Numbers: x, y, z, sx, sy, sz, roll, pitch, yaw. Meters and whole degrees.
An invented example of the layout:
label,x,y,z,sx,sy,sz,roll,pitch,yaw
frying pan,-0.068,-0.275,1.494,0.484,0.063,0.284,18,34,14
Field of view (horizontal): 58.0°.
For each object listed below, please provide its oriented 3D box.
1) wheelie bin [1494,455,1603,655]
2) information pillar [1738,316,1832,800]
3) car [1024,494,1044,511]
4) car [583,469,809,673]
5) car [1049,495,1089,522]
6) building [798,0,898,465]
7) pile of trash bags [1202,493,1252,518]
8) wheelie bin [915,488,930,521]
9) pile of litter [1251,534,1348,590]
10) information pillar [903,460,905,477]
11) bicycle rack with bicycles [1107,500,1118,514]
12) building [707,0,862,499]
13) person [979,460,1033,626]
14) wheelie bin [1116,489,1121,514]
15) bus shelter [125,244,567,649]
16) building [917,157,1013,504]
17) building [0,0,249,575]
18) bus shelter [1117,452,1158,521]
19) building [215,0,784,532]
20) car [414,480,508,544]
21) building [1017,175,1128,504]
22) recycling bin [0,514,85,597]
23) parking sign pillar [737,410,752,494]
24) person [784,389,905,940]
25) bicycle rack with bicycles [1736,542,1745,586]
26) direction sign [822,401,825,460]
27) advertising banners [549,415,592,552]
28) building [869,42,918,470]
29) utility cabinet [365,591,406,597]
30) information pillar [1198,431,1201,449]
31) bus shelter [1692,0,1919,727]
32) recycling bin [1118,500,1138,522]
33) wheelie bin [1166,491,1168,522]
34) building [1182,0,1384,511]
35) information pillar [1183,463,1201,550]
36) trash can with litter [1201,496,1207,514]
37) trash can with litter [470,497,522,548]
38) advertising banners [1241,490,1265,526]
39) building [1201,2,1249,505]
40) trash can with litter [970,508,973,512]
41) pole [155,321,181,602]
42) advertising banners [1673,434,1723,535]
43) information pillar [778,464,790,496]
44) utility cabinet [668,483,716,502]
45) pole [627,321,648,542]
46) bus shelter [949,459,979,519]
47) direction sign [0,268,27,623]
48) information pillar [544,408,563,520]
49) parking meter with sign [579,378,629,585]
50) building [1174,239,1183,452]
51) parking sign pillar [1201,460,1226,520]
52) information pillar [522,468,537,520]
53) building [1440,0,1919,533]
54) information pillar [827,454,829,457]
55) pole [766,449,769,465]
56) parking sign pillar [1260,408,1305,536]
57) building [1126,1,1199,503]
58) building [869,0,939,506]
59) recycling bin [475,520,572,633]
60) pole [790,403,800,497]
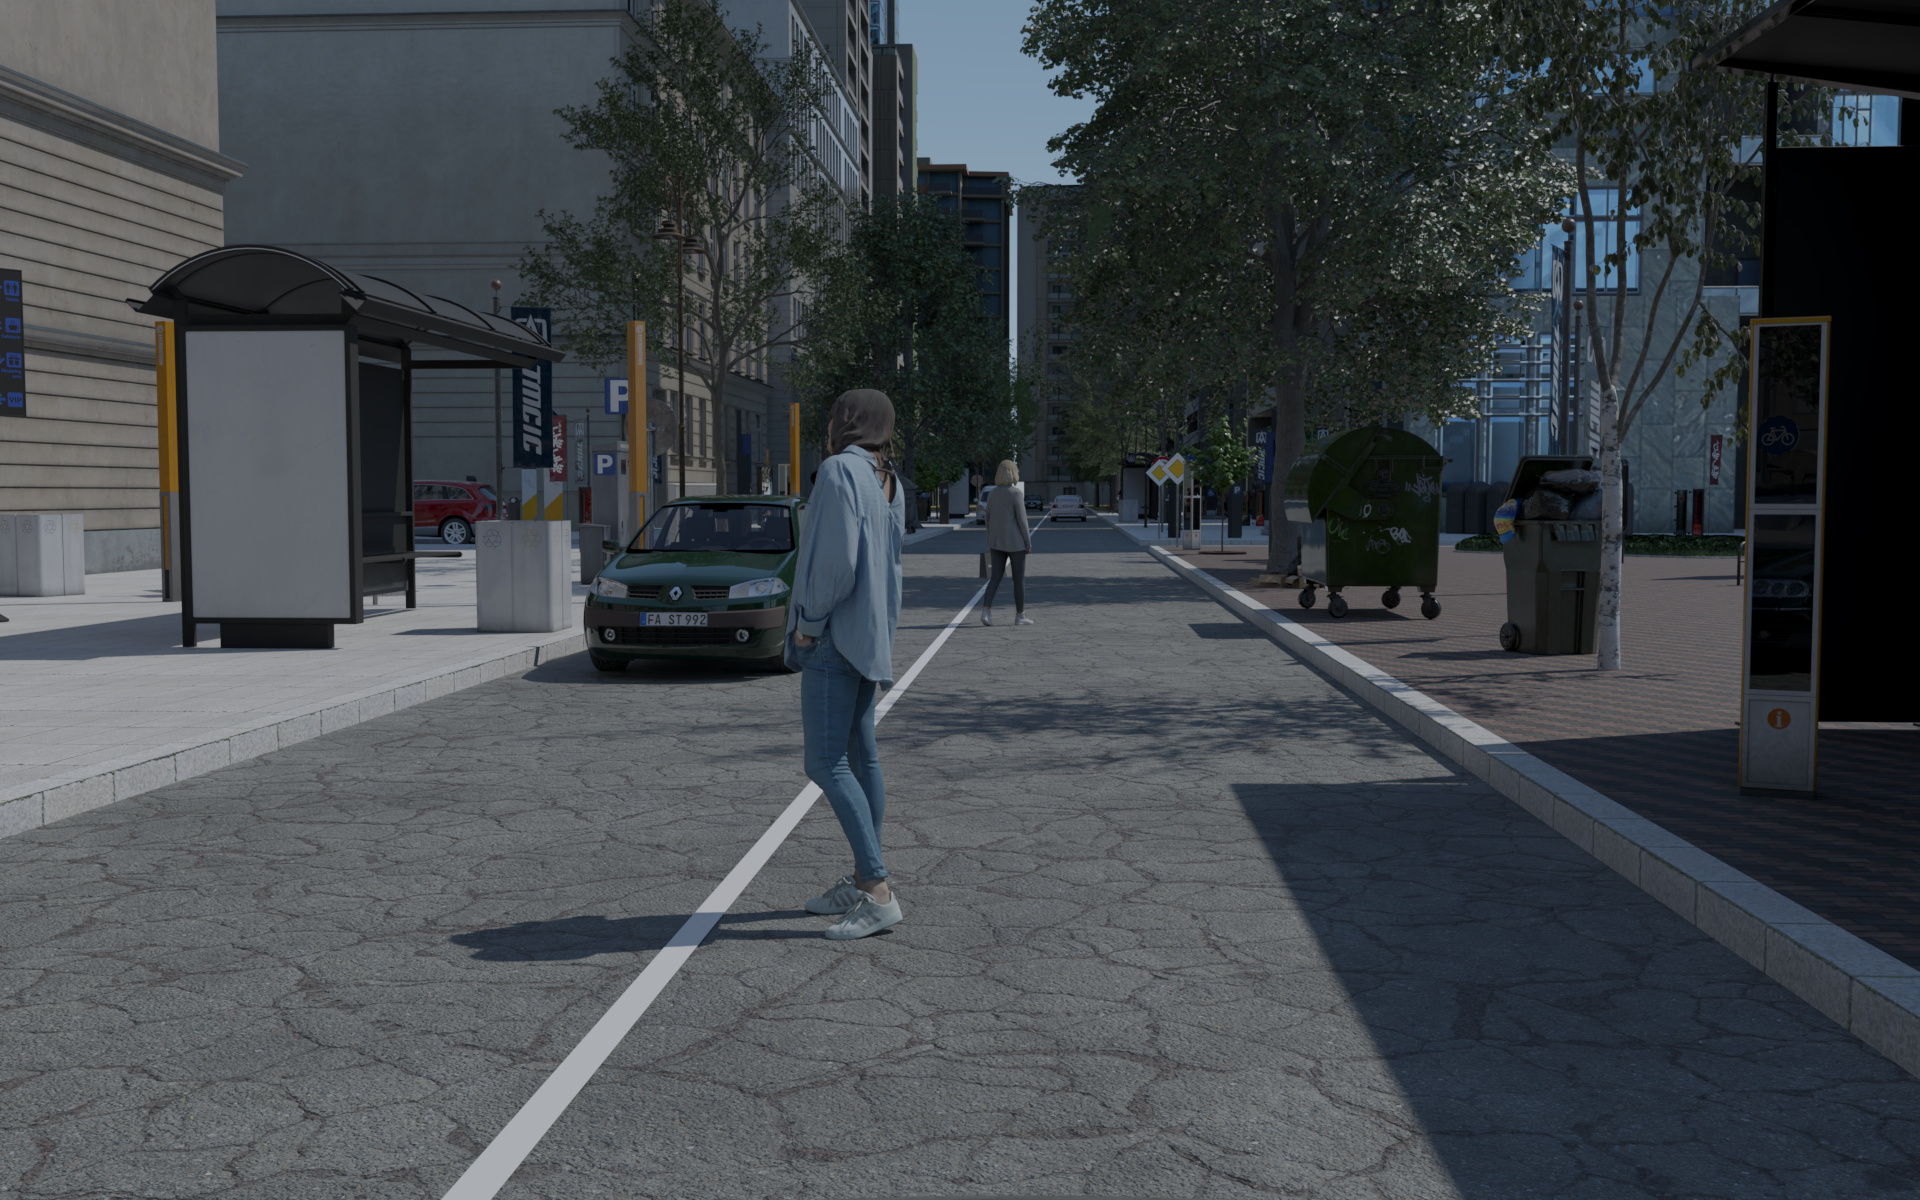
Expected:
label,x,y,z,sx,sy,sz,roll,pitch,yaw
wheelie bin,4.837,-0.373,13.999,0.980,1.594,0.693,-1,4,-13
information pillar,3.507,-0.176,7.376,0.304,2.012,0.304,2,4,25
car,6.048,-8.229,144.338,2.009,1.686,4.222,0,4,4
car,-2.003,-0.331,15.197,2.009,1.686,4.222,0,4,5
car,5.690,-4.784,90.584,2.083,1.381,4.827,0,4,4
building,-15.519,-42.615,135.009,20.563,71.187,20.611,0,4,3
pile of trash bags,14.587,-5.117,93.422,1.912,1.369,3.447,-2,4,-32
wheelie bin,-1.888,-4.528,81.933,0.980,1.594,0.693,1,4,20
pile of litter,4.682,-0.609,23.922,1.176,0.858,1.719,0,4,-8
information pillar,-3.066,-6.651,100.095,0.504,3.616,0.183,0,4,8
bicycle rack with bicycles,10.795,-6.005,111.557,2.852,0.926,2.925,0,4,-5
building,-13.065,-19.877,102.483,11.434,29.767,29.804,0,4,3
person,0.444,-0.625,18.894,0.709,1.800,0.728,3,5,42
wheelie bin,10.685,-6.456,113.463,0.693,1.594,0.980,3,5,40
bus shelter,-5.599,-1.401,16.835,2.014,3.302,5.546,0,4,4
building,-7.655,-35.075,228.104,28.867,44.769,22.147,0,4,3
building,-30.774,-12.756,27.648,34.723,24.649,14.460,0,4,3
bus shelter,8.935,-5.647,86.257,2.014,3.302,5.546,0,4,3
building,-17.780,-14.664,73.045,16.112,22.955,30.059,0,4,3
car,-15.057,-2.381,47.601,5.304,1.827,2.281,0,4,2
building,14.292,-32.951,222.338,14.086,41.232,14.154,0,4,3
recycling bin,-11.621,-0.572,21.905,0.722,1.027,0.722,1,4,20
parking sign pillar,-7.035,-4.146,56.266,1.447,3.967,1.447,0,4,-8
person,-0.354,0.179,5.837,0.793,1.790,0.793,-1,4,-17
bicycle rack with bicycles,12.320,-0.647,23.962,2.925,0.926,2.852,-2,4,-34
direction sign,-3.371,-3.104,42.744,0.379,3.537,0.876,0,4,-8
advertising banners,-8.161,-2.576,38.298,2.074,3.025,0.090,0,4,-3
building,-11.298,-28.716,153.104,14.154,41.232,14.086,0,4,3
utility cabinet,-7.403,-0.645,21.703,1.020,1.237,0.306,-2,4,-32
information pillar,8.860,-4.457,64.222,0.183,3.616,0.504,1,4,9
bus shelter,4.629,-0.923,6.367,1.731,3.624,6.357,0,4,4
recycling bin,7.633,-4.041,78.624,0.722,1.027,0.722,-1,4,-14
wheelie bin,9.733,-4.371,79.375,0.980,1.594,0.693,2,4,33
building,32.898,-33.160,165.861,21.300,48.544,21.600,0,4,3
information pillar,5.317,-2.153,39.693,0.304,2.012,0.304,-3,4,-37
trash can with litter,14.641,-5.551,102.146,0.624,1.170,1.055,-1,4,-18
trash can with litter,-10.432,-1.816,40.755,1.678,1.210,2.233,-3,4,-37
advertising banners,11.992,-4.458,69.074,0.090,3.025,2.074,-3,5,-44
building,31.316,-29.738,140.839,22.147,44.769,28.867,0,4,3
trash can with litter,0.342,-6.784,122.313,1.055,1.170,0.624,-1,4,-19
pole,-9.393,-1.634,20.553,0.158,3.312,0.155,0,3,0
advertising banners,22.047,-3.397,51.729,0.090,3.025,2.074,-1,4,-14
information pillar,-4.220,-2.312,42.300,0.304,2.012,0.304,-3,5,-43
utility cabinet,-5.313,-1.613,35.057,1.173,1.500,0.318,-3,5,-41
pole,-3.822,-1.633,20.539,0.158,3.312,0.155,0,3,0
bus shelter,-0.122,-6.046,92.783,2.014,3.302,5.546,0,4,4
direction sign,-9.737,-1.544,17.240,0.379,3.537,0.876,3,4,36
information pillar,-10.203,-3.181,43.366,0.504,3.616,0.183,1,4,15
parking meter with sign,-5.109,-1.772,25.228,0.543,3.016,1.738,0,4,4
building,29.822,-25.245,184.452,14.160,30.474,14.107,0,4,3
parking sign pillar,12.747,-6.057,87.497,1.447,3.967,1.447,1,4,14
information pillar,-14.370,-4.058,57.700,0.504,3.616,0.183,-1,4,-18
building,30.922,-45.996,64.703,31.000,86.520,22.319,0,4,3
information pillar,-6.466,-5.714,84.773,0.183,3.616,0.504,0,4,-5
pole,-8.745,-5.193,78.750,0.158,3.312,0.155,0,3,0
parking sign pillar,10.065,-3.991,53.720,1.447,3.967,1.447,-2,4,-35
building,31.806,-48.035,223.622,20.611,71.187,20.563,0,4,3
building,-18.530,-53.129,181.337,31.000,86.520,22.319,0,4,3
recycling bin,-4.106,-0.231,16.334,0.722,1.027,0.722,0,4,3
pole,-3.714,-2.759,38.957,0.158,3.312,0.155,0,3,0
